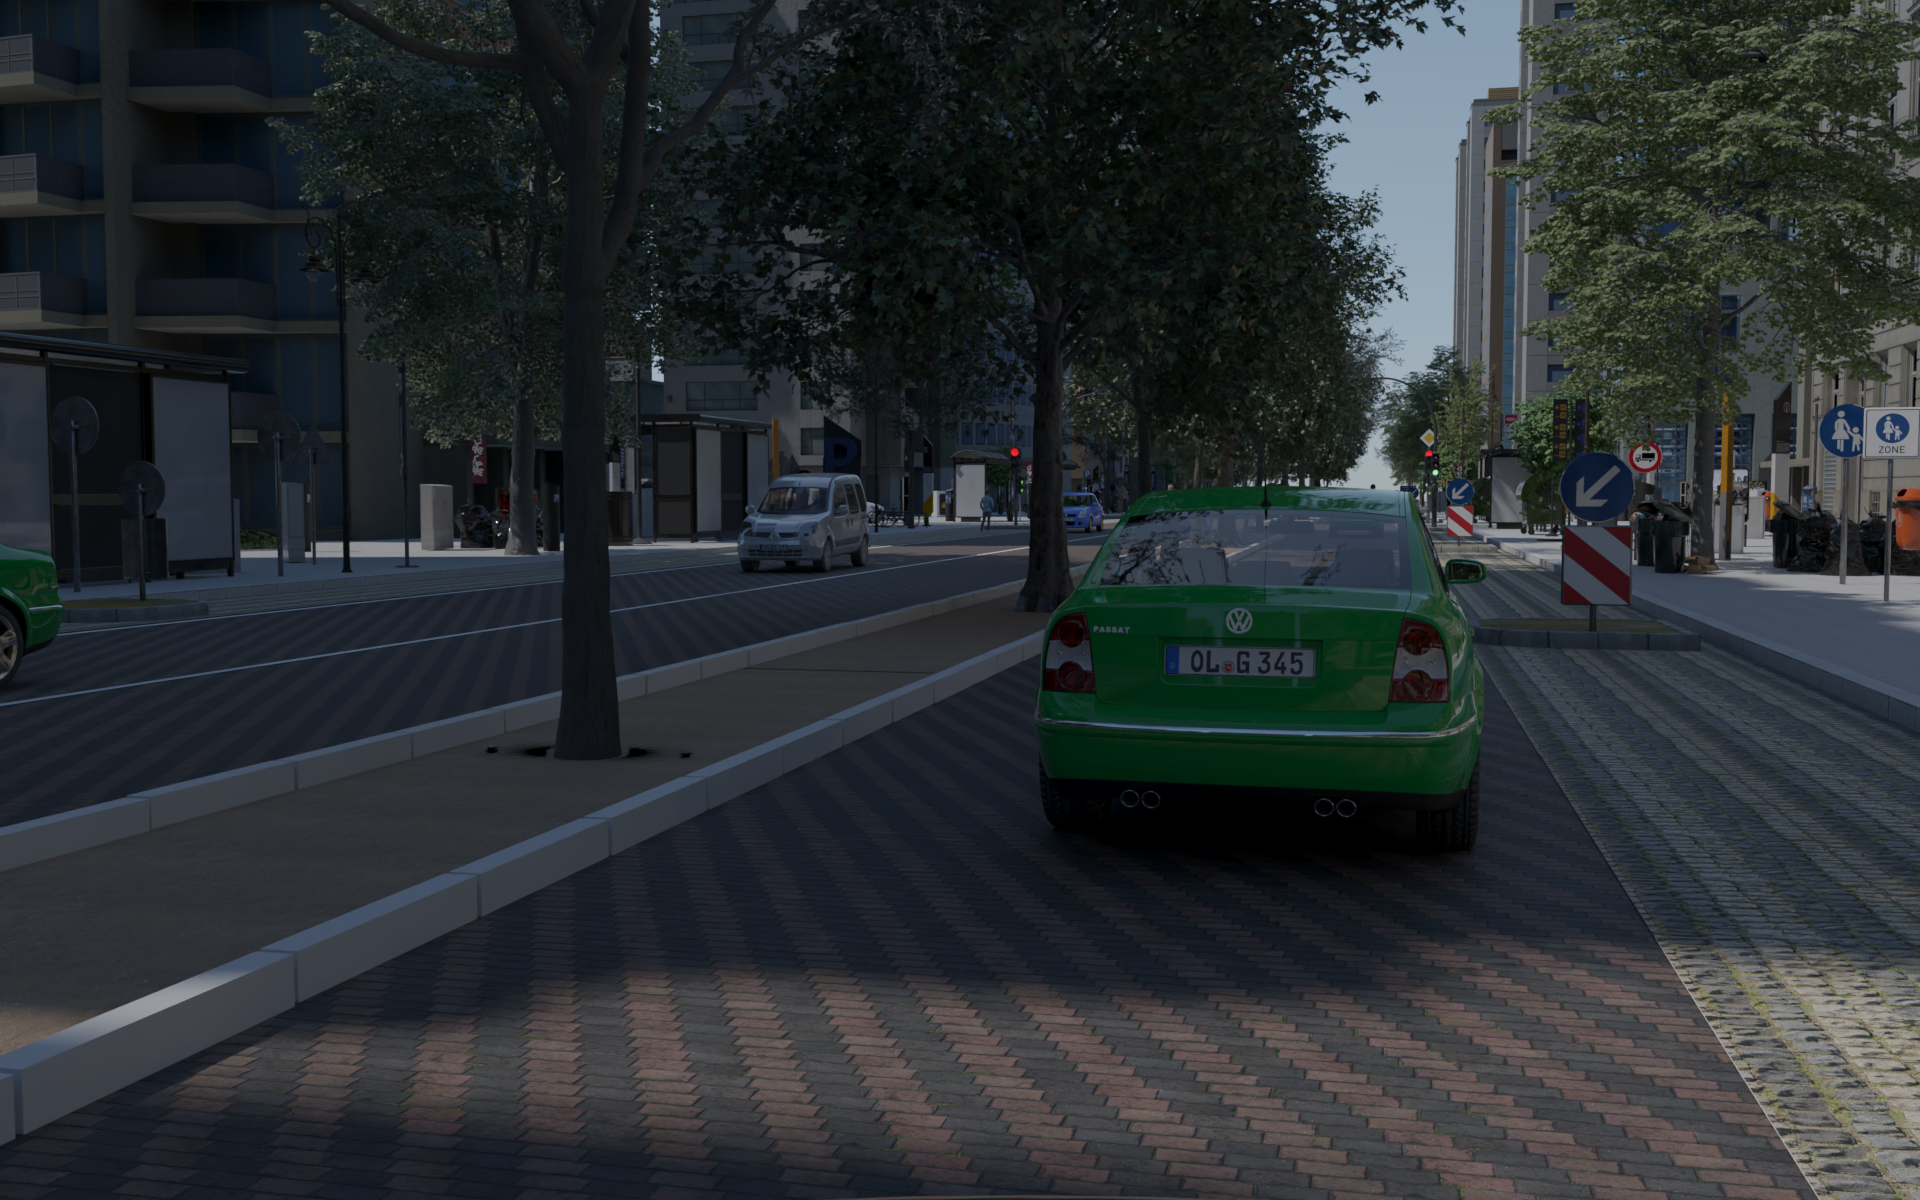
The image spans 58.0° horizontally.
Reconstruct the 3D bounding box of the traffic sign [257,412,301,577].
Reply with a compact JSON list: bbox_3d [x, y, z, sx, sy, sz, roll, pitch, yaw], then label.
[{"bbox_3d":[-10.575,-1.638,26.888,0.768,2.556,0.104,1,4,14],"label":"traffic sign"}]

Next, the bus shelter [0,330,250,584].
[{"bbox_3d":[-13.061,-2.765,22.846,2.179,5.291,8.768,1,4,13],"label":"bus shelter"}]

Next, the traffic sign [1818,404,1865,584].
[{"bbox_3d":[12.552,-1.495,24.555,0.768,2.556,0.104,1,4,16],"label":"traffic sign"}]

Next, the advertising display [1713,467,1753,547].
[{"bbox_3d":[18.688,-2.261,42.186,0.974,1.923,0.123,2,4,34],"label":"advertising display"}]

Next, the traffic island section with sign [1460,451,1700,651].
[{"bbox_3d":[5.972,-0.501,16.826,1.989,1.847,2.006,1,4,13],"label":"traffic island section with sign"}]

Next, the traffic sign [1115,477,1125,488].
[{"bbox_3d":[11.638,-7.717,126.273,0.768,2.556,0.104,1,4,20],"label":"traffic sign"}]

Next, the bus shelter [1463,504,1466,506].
[{"bbox_3d":[35.117,-8.009,122.225,1.731,3.624,6.357,1,4,13],"label":"bus shelter"}]

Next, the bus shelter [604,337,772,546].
[{"bbox_3d":[-7.400,-4.222,46.656,2.179,5.291,8.768,1,4,13],"label":"bus shelter"}]

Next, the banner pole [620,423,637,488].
[{"bbox_3d":[-10.751,-4.050,56.235,0.863,3.779,0.401,-2,4,-29],"label":"banner pole"}]

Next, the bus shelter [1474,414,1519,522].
[{"bbox_3d":[26.201,-6.524,84.306,2.179,5.291,8.768,1,4,14],"label":"bus shelter"}]

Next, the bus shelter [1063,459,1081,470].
[{"bbox_3d":[5.369,-6.335,97.505,2.014,3.302,5.546,1,4,14],"label":"bus shelter"}]

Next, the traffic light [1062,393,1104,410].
[{"bbox_3d":[6.225,-6.321,78.013,4.771,5.953,1.251,1,4,13],"label":"traffic light"}]

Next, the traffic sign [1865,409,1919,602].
[{"bbox_3d":[11.021,-1.126,20.540,0.606,2.300,0.079,1,4,17],"label":"traffic sign"}]

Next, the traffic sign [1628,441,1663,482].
[{"bbox_3d":[16.460,-2.541,41.649,0.768,2.556,0.104,1,4,23],"label":"traffic sign"}]

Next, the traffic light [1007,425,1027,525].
[{"bbox_3d":[2.304,-5.002,70.703,0.839,4.253,0.868,1,4,13],"label":"traffic light"}]

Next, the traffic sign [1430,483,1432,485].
[{"bbox_3d":[33.604,-7.515,122.968,0.768,2.556,0.104,1,4,22],"label":"traffic sign"}]

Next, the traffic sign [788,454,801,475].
[{"bbox_3d":[-5.512,-3.479,56.886,0.884,2.594,0.081,1,4,19],"label":"traffic sign"}]

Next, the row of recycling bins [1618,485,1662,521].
[{"bbox_3d":[31.451,-4.533,81.234,1.069,1.692,3.534,-2,4,-25],"label":"row of recycling bins"}]

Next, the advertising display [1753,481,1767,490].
[{"bbox_3d":[38.161,-4.751,82.896,0.123,1.923,0.974,-1,4,-23],"label":"advertising display"}]

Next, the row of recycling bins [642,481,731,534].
[{"bbox_3d":[-8.231,-2.857,53.820,3.534,1.692,1.069,-2,4,-24],"label":"row of recycling bins"}]

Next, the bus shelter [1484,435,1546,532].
[{"bbox_3d":[19.560,-4.086,60.724,2.014,3.302,5.546,1,4,14],"label":"bus shelter"}]

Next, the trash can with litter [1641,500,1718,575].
[{"bbox_3d":[11.714,-1.014,27.966,0.624,1.170,1.055,-3,5,-39],"label":"trash can with litter"}]

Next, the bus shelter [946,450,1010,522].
[{"bbox_3d":[1.014,-5.355,81.485,2.014,3.302,5.546,1,4,14],"label":"bus shelter"}]

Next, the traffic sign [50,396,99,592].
[{"bbox_3d":[-11.527,-1.372,22.538,0.768,2.556,0.104,1,4,16],"label":"traffic sign"}]

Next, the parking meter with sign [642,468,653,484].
[{"bbox_3d":[-15.498,-5.504,86.257,0.543,3.016,1.738,-3,5,-39],"label":"parking meter with sign"}]

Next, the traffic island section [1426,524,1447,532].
[{"bbox_3d":[18.352,-2.735,66.991,2.009,0.180,2.903,1,4,13],"label":"traffic island section"}]

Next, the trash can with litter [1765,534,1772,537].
[{"bbox_3d":[24.244,-2.522,52.296,2.233,1.210,1.678,1,4,18],"label":"trash can with litter"}]

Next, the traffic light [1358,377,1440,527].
[{"bbox_3d":[16.260,-5.662,67.234,4.771,5.953,1.251,1,4,13],"label":"traffic light"}]

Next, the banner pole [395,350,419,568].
[{"bbox_3d":[-9.632,-2.443,29.960,0.401,3.779,0.863,-1,4,-10],"label":"banner pole"}]

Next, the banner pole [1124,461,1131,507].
[{"bbox_3d":[12.726,-8.638,131.245,0.401,3.779,0.863,-3,5,-44],"label":"banner pole"}]

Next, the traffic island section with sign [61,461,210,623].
[{"bbox_3d":[-9.919,-0.703,20.115,1.989,1.847,2.006,1,4,13],"label":"traffic island section with sign"}]

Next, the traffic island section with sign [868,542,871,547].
[{"bbox_3d":[-3.493,-2.336,46.826,1.989,1.847,2.006,1,4,13],"label":"traffic island section with sign"}]

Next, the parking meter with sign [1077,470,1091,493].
[{"bbox_3d":[8.983,-8.068,128.176,0.543,3.016,1.738,-2,4,-27],"label":"parking meter with sign"}]

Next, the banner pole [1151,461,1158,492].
[{"bbox_3d":[14.603,-8.563,130.014,0.401,3.779,0.863,-3,5,-45],"label":"banner pole"}]

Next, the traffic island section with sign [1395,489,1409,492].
[{"bbox_3d":[25.123,-5.377,96.536,1.989,1.847,2.006,1,4,13],"label":"traffic island section with sign"}]

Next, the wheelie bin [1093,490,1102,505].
[{"bbox_3d":[9.449,-6.831,119.598,0.693,1.594,0.980,1,4,15],"label":"wheelie bin"}]

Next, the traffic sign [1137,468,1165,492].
[{"bbox_3d":[15.052,-8.737,136.716,2.265,3.308,0.079,1,4,18],"label":"traffic sign"}]

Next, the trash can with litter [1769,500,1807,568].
[{"bbox_3d":[14.534,-1.130,29.863,0.624,1.170,1.055,-3,4,-36],"label":"trash can with litter"}]

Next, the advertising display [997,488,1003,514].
[{"bbox_3d":[2.573,-6.393,109.747,0.123,1.923,0.974,1,4,21],"label":"advertising display"}]

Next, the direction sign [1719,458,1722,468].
[{"bbox_3d":[47.905,-7.115,108.333,0.876,3.537,0.379,1,4,15],"label":"direction sign"}]

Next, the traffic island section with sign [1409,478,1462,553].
[{"bbox_3d":[12.275,-2.105,43.041,1.989,1.847,2.006,1,4,13],"label":"traffic island section with sign"}]

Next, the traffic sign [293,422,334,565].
[{"bbox_3d":[-11.656,-1.908,31.196,0.884,2.594,0.081,1,4,18],"label":"traffic sign"}]

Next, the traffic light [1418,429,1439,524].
[{"bbox_3d":[20.181,-5.243,74.651,0.839,4.253,0.868,1,4,13],"label":"traffic light"}]

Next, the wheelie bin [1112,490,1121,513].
[{"bbox_3d":[10.797,-6.818,119.379,0.693,1.594,0.980,0,4,-5],"label":"wheelie bin"}]

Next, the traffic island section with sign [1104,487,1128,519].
[{"bbox_3d":[9.411,-5.622,100.553,1.989,1.847,2.006,1,4,13],"label":"traffic island section with sign"}]

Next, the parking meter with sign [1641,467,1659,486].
[{"bbox_3d":[37.552,-6.069,95.491,1.738,3.016,0.543,2,4,25],"label":"parking meter with sign"}]

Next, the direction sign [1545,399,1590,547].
[{"bbox_3d":[14.623,-3.028,41.507,0.876,3.537,0.379,0,4,-2],"label":"direction sign"}]

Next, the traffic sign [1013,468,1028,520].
[{"bbox_3d":[2.940,-5.189,84.952,0.768,2.556,0.104,1,4,19],"label":"traffic sign"}]

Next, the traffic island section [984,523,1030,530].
[{"bbox_3d":[2.268,-2.970,70.846,2.009,0.180,2.903,1,4,13],"label":"traffic island section"}]

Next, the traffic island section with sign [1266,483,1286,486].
[{"bbox_3d":[14.074,-4.143,75.879,2.006,1.907,1.989,1,4,13],"label":"traffic island section with sign"}]

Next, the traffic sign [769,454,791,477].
[{"bbox_3d":[-5.803,-3.392,55.571,0.768,2.556,0.104,1,4,17],"label":"traffic sign"}]

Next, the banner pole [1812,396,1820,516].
[{"bbox_3d":[21.818,-3.315,44.213,0.401,3.779,0.863,2,4,27],"label":"banner pole"}]

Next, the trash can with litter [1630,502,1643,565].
[{"bbox_3d":[12.363,-1.206,31.109,0.624,1.170,1.055,1,4,22],"label":"trash can with litter"}]

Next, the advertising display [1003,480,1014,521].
[{"bbox_3d":[2.567,-5.200,90.240,0.123,1.923,0.974,-1,4,-13],"label":"advertising display"}]
